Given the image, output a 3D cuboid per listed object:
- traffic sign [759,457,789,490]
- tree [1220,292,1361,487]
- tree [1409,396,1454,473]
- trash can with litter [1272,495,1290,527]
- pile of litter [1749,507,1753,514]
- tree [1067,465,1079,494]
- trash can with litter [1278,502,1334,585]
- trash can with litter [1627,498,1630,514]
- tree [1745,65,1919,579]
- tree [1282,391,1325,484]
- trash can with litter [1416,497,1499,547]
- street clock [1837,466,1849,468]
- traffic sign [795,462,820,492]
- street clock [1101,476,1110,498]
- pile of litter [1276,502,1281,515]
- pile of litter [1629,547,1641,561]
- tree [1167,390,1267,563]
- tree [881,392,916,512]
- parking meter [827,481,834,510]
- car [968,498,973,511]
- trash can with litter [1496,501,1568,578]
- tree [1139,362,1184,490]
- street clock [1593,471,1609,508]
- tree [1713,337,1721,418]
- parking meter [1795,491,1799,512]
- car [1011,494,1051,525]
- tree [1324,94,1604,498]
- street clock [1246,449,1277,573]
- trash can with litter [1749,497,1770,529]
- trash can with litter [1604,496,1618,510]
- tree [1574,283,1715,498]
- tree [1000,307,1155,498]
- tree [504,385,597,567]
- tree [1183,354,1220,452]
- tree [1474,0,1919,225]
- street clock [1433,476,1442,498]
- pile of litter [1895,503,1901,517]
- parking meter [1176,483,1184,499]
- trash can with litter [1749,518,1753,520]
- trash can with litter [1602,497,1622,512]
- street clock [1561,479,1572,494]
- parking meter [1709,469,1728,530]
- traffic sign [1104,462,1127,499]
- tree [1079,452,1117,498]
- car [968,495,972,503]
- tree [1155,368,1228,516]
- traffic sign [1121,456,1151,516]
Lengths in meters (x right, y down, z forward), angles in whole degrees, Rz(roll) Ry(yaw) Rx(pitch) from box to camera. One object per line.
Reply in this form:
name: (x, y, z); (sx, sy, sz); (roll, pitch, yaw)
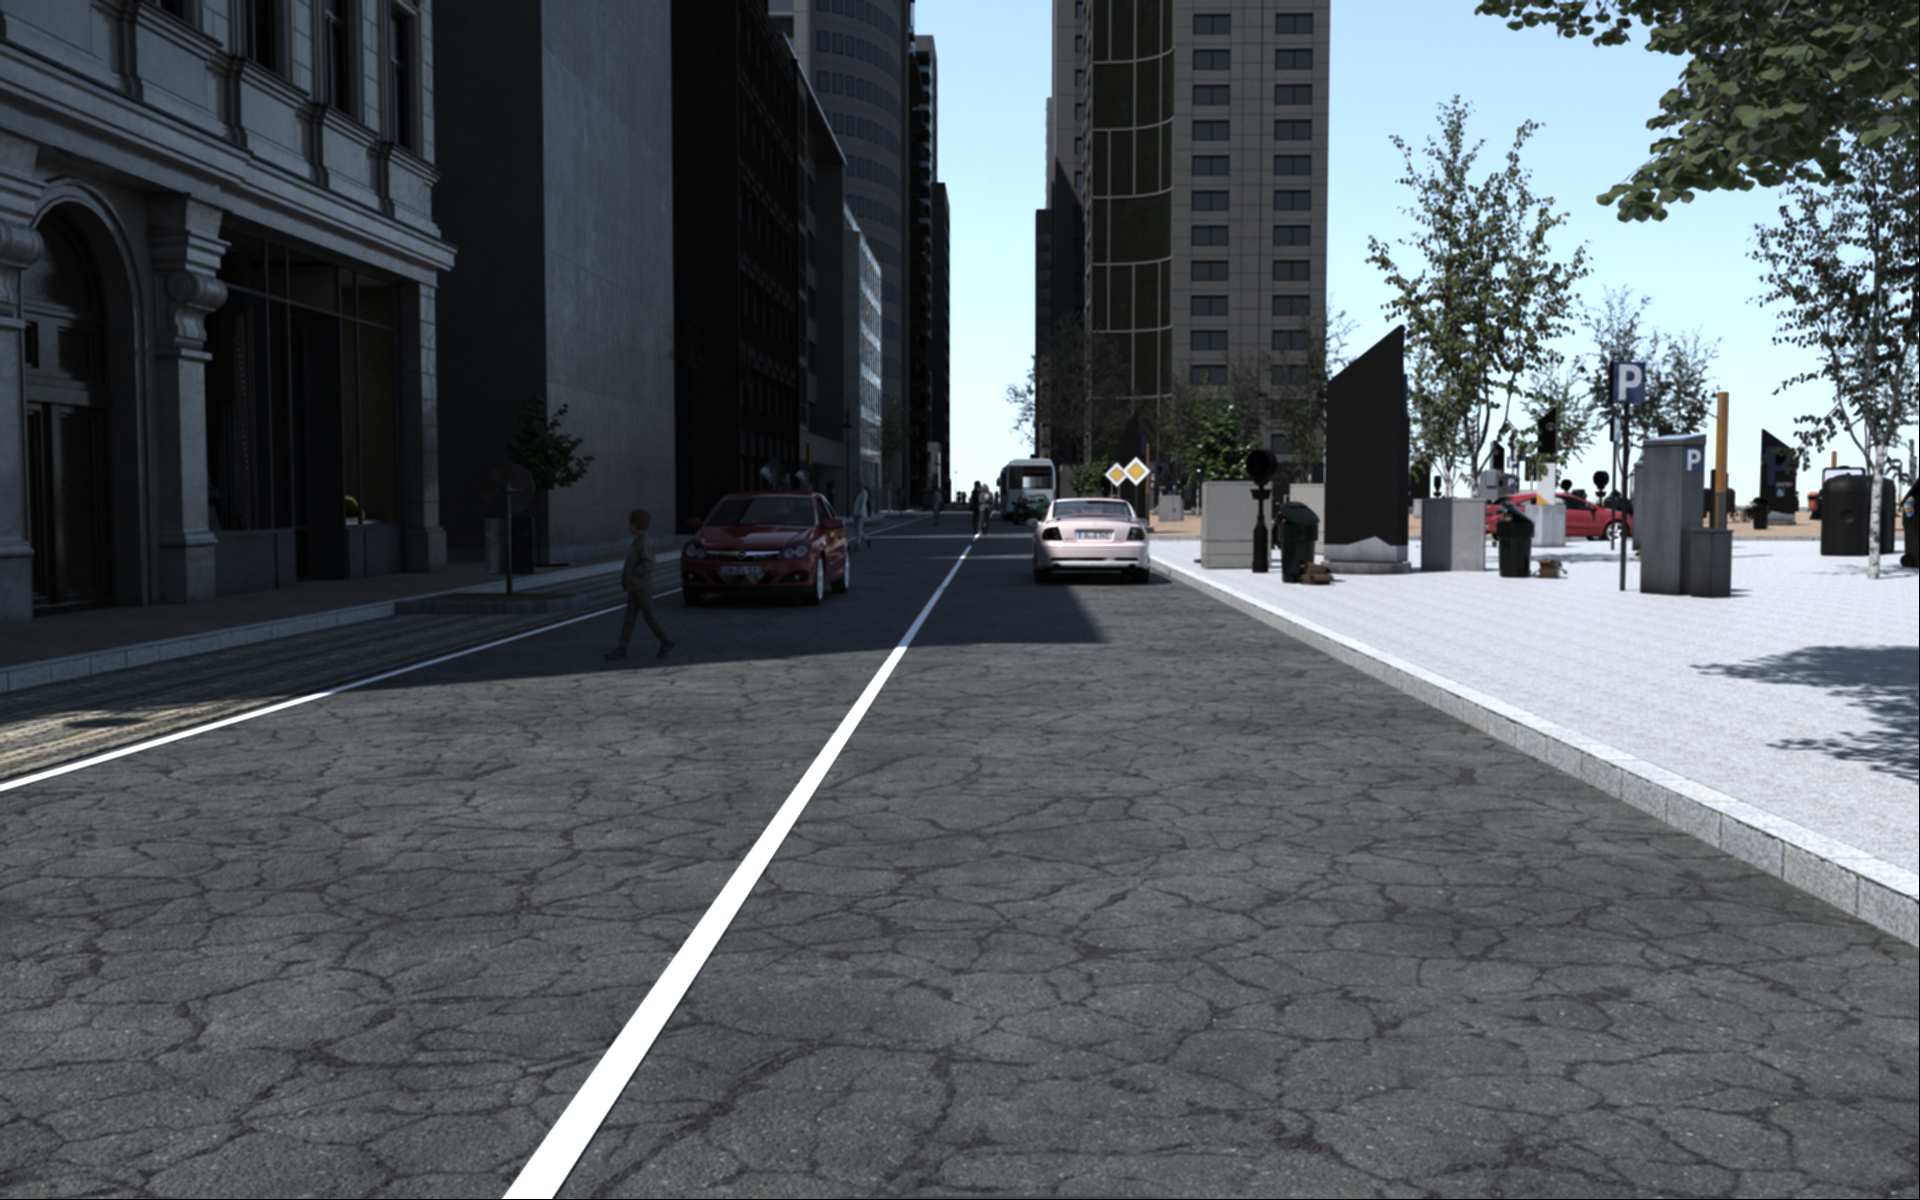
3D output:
traffic sign: (-4.995, -2.622, 46.516); (0.795, 2.450, 0.064); (0, 4, 1)
tree: (12.578, -6.900, 63.171); (4.360, 8.622, 3.978); (0, 3, 0)
tree: (33.734, -10.700, 125.304); (4.360, 8.622, 3.978); (0, 3, 0)
trash can with litter: (11.636, -3.455, 67.550); (2.233, 1.210, 1.678); (0, 4, -3)
pile of litter: (48.580, -5.583, 105.239); (1.719, 0.858, 1.176); (-1, 4, -17)
tree: (7.207, -6.118, 94.632); (1.663, 3.219, 1.824); (0, 3, 0)
trash can with litter: (5.022, -0.825, 24.874); (0.624, 1.170, 1.055); (-1, 4, -20)
trash can with litter: (25.096, -3.216, 63.966); (1.055, 1.170, 0.624); (-3, 5, -41)
tree: (13.911, -4.635, 26.139); (4.360, 8.622, 3.978); (0, 3, 0)
tree: (24.986, -10.648, 124.451); (4.737, 8.622, 4.395); (0, 3, 0)
trash can with litter: (12.287, -1.893, 42.007); (2.233, 1.210, 1.678); (1, 4, 21)
street clock: (22.552, -2.427, 44.253); (0.471, 2.002, 0.358); (1, 4, 15)
traffic sign: (-4.786, -3.110, 54.499); (0.795, 2.450, 0.064); (0, 4, 1)
street clock: (5.707, -3.878, 67.978); (0.358, 2.002, 0.471); (-1, 4, -18)
pile of litter: (16.734, -4.808, 92.571); (1.176, 0.858, 1.719); (-1, 4, -22)
pile of litter: (13.768, -1.218, 33.885); (1.719, 0.858, 1.176); (-1, 4, -21)
tree: (4.963, -2.298, 32.166); (1.663, 3.219, 1.824); (0, 3, 0)
tree: (-5.307, -10.614, 123.903); (4.737, 8.622, 4.395); (0, 3, 0)
parking meter: (-5.736, -4.342, 76.699); (0.255, 1.863, 0.399); (1, 4, 12)
car: (1.655, -8.223, 144.673); (2.015, 1.641, 3.980); (0, 4, 0)
trash can with litter: (8.809, -0.935, 26.675); (1.055, 1.170, 0.624); (2, 4, 27)
tree: (11.638, -8.713, 92.825); (4.360, 8.622, 3.978); (0, 3, 0)
street clock: (20.116, -3.047, 54.387); (0.358, 2.002, 0.471); (-1, 4, -20)
tree: (31.155, -7.639, 75.261); (4.360, 8.622, 3.978); (0, 3, 0)
parking meter: (61.302, -7.252, 126.979); (0.372, 1.533, 0.369); (0, 3, 0)
car: (3.471, -4.323, 82.471); (2.131, 1.459, 4.920); (0, 4, 2)
tree: (9.573, -4.991, 31.963); (4.737, 8.622, 4.395); (0, 3, 0)
street clock: (4.905, -1.447, 28.227); (0.471, 2.002, 0.358); (3, 5, 43)
trash can with litter: (29.159, -3.165, 63.135); (0.624, 1.170, 1.055); (2, 4, 30)
trash can with litter: (21.740, -2.790, 56.666); (2.233, 1.210, 1.678); (2, 4, 26)
tree: (23.177, -6.711, 60.091); (4.360, 8.622, 3.978); (0, 3, 0)
tree: (7.731, -12.494, 114.654); (12.009, 13.543, 11.850); (0, 3, 0)
tree: (-7.526, -2.212, 30.774); (1.663, 3.219, 1.824); (0, 3, 0)
tree: (13.695, -8.293, 85.953); (4.360, 8.622, 3.978); (0, 3, 0)
tree: (5.460, -5.475, 7.649); (7.486, 12.596, 7.792); (0, 3, 0)
street clock: (18.806, -3.894, 68.234); (0.358, 2.002, 0.471); (1, 4, 22)
pile of litter: (51.926, -5.066, 96.792); (1.176, 0.858, 1.719); (0, 4, -1)
parking meter: (11.434, -5.162, 90.113); (0.399, 1.863, 0.255); (0, 4, -4)
trash can with litter: (40.496, -4.683, 87.622); (2.233, 1.210, 1.678); (-2, 4, -26)
trash can with litter: (26.699, -3.631, 70.758); (0.624, 1.170, 1.055); (3, 5, 40)
street clock: (29.780, -4.924, 85.078); (0.471, 2.002, 0.358); (3, 5, 43)
parking meter: (17.967, -2.159, 41.012); (0.399, 1.863, 0.255); (-3, 4, -37)
traffic sign: (4.904, -3.094, 54.226); (0.795, 2.450, 0.064); (0, 4, 1)
tree: (6.593, -5.048, 77.140); (1.663, 3.219, 1.824); (0, 3, 0)
car: (2.079, -12.668, 219.122); (2.014, 1.417, 4.499); (0, 4, 2)
tree: (13.603, -9.189, 100.607); (4.737, 8.622, 4.395); (0, 3, 0)
traffic sign: (4.695, -2.606, 46.243); (0.795, 2.450, 0.064); (0, 4, 1)
